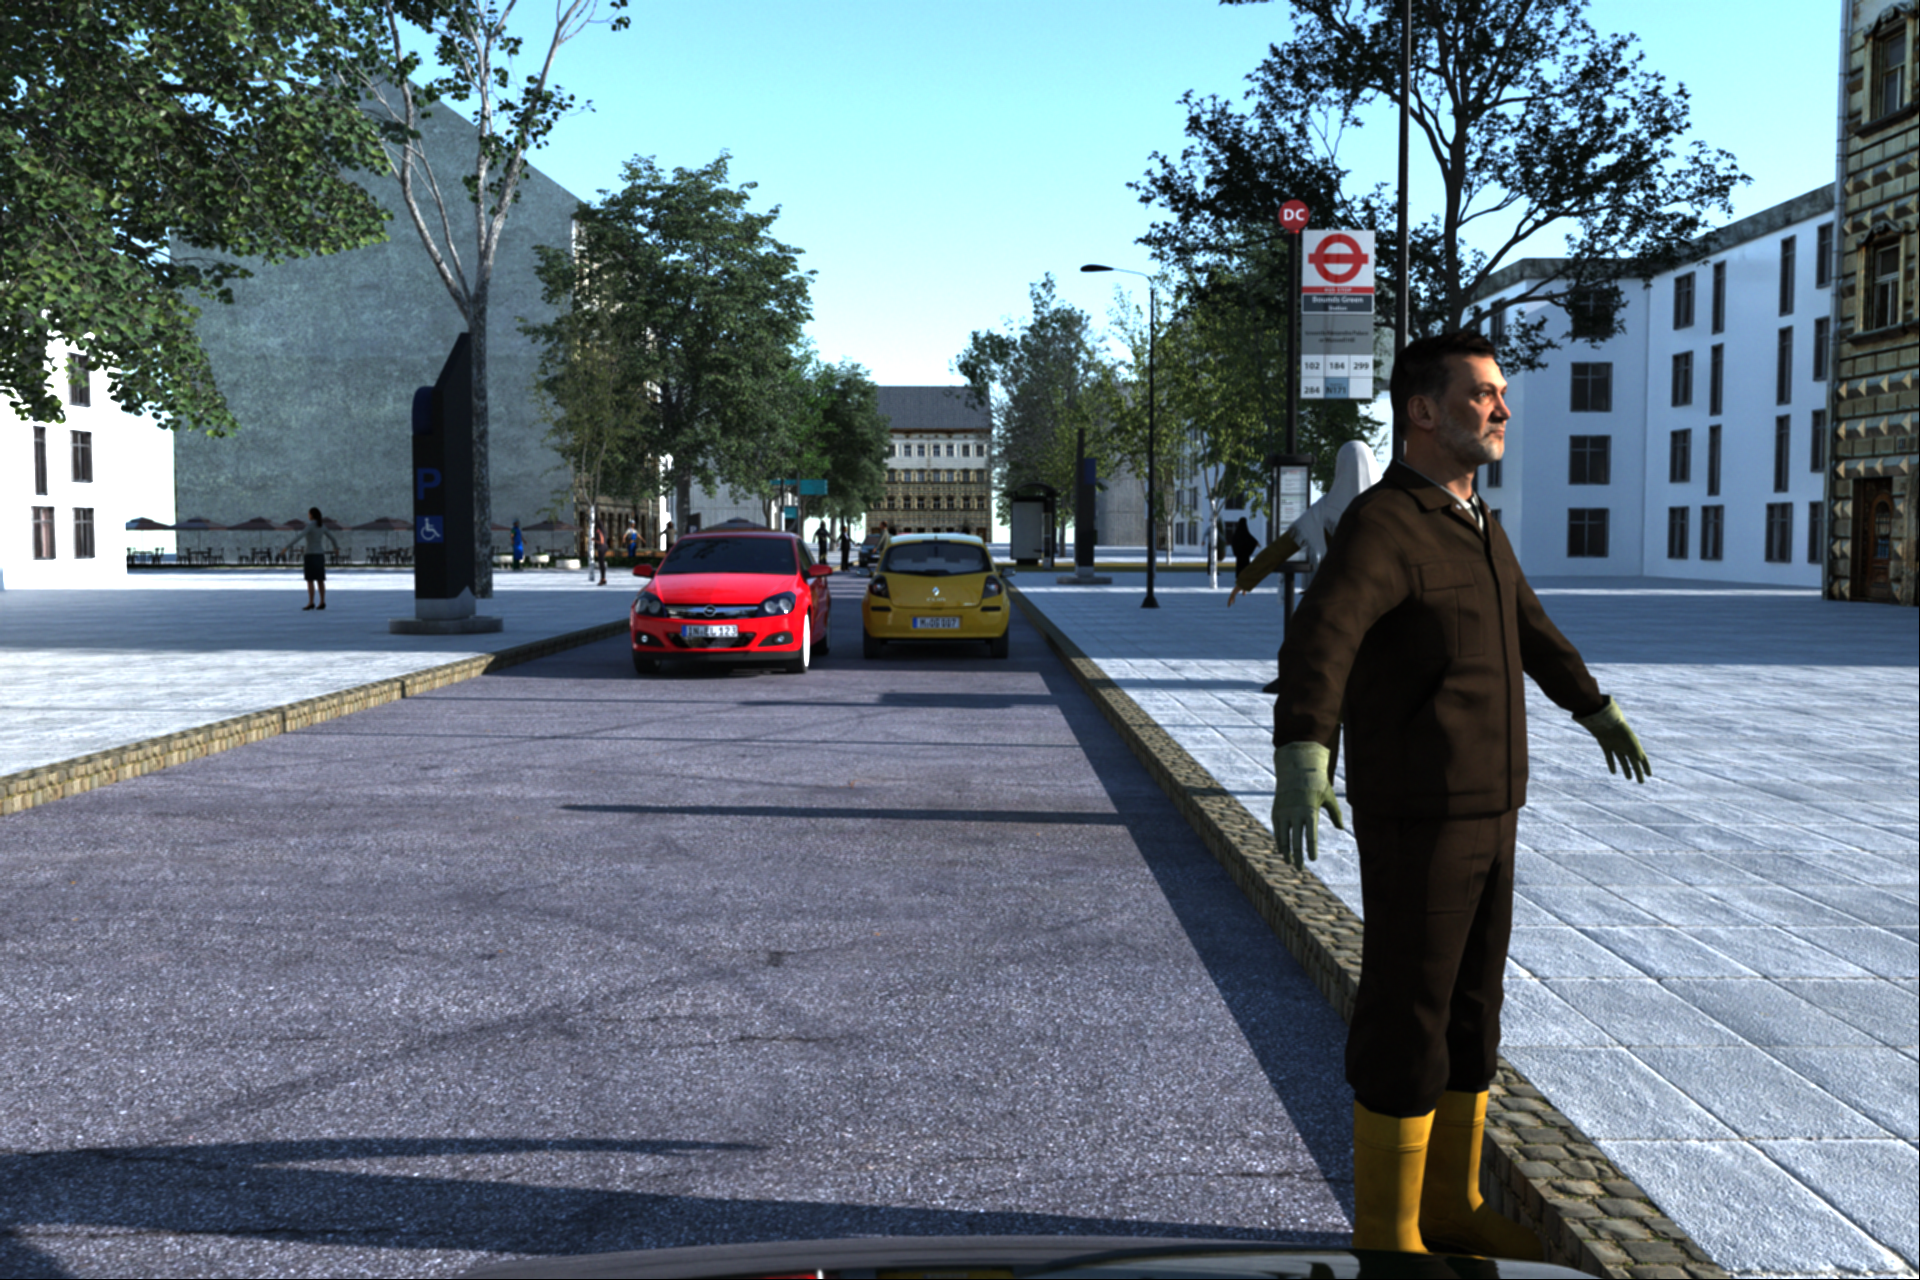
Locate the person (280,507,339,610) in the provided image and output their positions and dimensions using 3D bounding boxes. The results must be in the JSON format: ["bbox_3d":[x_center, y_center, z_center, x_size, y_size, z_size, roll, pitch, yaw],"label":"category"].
[{"bbox_3d":[-10.983,-1.376,29.330,0.721,1.735,1.217,2,4,27],"label":"person"}]

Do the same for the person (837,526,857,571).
[{"bbox_3d":[-4.353,-3.505,66.493,0.721,1.740,1.216,2,4,35],"label":"person"}]

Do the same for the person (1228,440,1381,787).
[{"bbox_3d":[1.937,-0.109,8.557,1.217,1.736,0.721,1,4,11],"label":"person"}]

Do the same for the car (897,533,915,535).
[{"bbox_3d":[-2.971,-5.493,98.856,2.155,1.783,4.494,0,4,0],"label":"car"}]

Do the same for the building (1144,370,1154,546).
[{"bbox_3d":[25.569,-20.413,190.177,16.016,20.090,11.380,0,4,1],"label":"building"}]

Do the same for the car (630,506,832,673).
[{"bbox_3d":[-2.448,-0.618,19.140,2.155,1.783,4.494,0,4,0],"label":"car"}]

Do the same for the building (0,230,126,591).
[{"bbox_3d":[-26.169,-5.933,39.160,9.099,9.664,28.070,0,4,-1],"label":"building"}]

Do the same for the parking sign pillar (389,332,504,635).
[{"bbox_3d":[-6.734,-2.087,22.601,1.447,3.967,1.447,0,4,0],"label":"parking sign pillar"}]

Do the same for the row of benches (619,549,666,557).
[{"bbox_3d":[-12.553,-3.548,73.465,4.104,0.672,1.422,-2,4,-26],"label":"row of benches"}]

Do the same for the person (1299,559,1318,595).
[{"bbox_3d":[7.384,-1.875,36.807,0.704,1.811,1.347,0,4,5],"label":"person"}]

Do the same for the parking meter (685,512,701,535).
[{"bbox_3d":[-7.181,-2.505,46.661,0.399,1.863,0.255,0,4,-1],"label":"parking meter"}]

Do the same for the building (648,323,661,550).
[{"bbox_3d":[-29.478,-16.932,107.769,19.493,23.208,18.063,0,4,-1],"label":"building"}]

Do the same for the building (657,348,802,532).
[{"bbox_3d":[-26.233,-19.232,180.892,16.747,18.905,31.486,0,4,0],"label":"building"}]

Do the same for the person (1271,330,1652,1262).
[{"bbox_3d":[0.938,0.324,3.301,0.704,1.812,1.346,3,5,44],"label":"person"}]

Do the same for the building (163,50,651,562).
[{"bbox_3d":[-26.804,-15.731,88.129,19.493,23.208,18.063,0,4,0],"label":"building"}]

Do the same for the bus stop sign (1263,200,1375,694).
[{"bbox_3d":[2.885,-1.544,13.940,0.855,3.939,0.416,0,3,0],"label":"bus stop sign"}]

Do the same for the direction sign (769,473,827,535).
[{"bbox_3d":[-7.034,-5.343,76.127,2.525,3.948,1.411,0,4,1],"label":"direction sign"}]

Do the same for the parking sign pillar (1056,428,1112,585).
[{"bbox_3d":[3.212,-3.435,44.630,1.447,3.967,1.447,0,4,0],"label":"parking sign pillar"}]

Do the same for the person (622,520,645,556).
[{"bbox_3d":[-13.114,-3.884,69.368,0.705,1.847,1.347,2,4,29],"label":"person"}]

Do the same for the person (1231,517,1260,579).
[{"bbox_3d":[7.698,-2.441,46.704,0.721,1.737,1.214,-2,4,-26],"label":"person"}]

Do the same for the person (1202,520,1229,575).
[{"bbox_3d":[7.953,-2.945,54.301,0.704,1.810,1.344,3,5,44],"label":"person"}]

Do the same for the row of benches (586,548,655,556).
[{"bbox_3d":[-14.795,-3.745,76.696,1.422,0.672,4.104,3,4,36],"label":"row of benches"}]

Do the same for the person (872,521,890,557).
[{"bbox_3d":[-2.173,-2.451,48.805,0.705,1.796,1.348,1,4,14],"label":"person"}]

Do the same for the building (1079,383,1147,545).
[{"bbox_3d":[23.910,-21.046,210.556,16.747,18.905,31.486,0,3,0],"label":"building"}]

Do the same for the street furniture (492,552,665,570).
[{"bbox_3d":[-12.716,-3.024,65.063,10.072,0.657,5.734,0,4,-6],"label":"street furniture"}]

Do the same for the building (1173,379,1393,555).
[{"bbox_3d":[19.494,-10.140,107.939,9.099,9.664,28.070,0,4,0],"label":"building"}]

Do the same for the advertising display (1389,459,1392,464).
[{"bbox_3d":[3.749,-0.567,14.485,0.123,1.923,0.974,0,4,0],"label":"advertising display"}]

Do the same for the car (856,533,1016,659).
[{"bbox_3d":[-0.295,-0.682,21.370,2.015,1.641,3.980,0,4,-1],"label":"car"}]

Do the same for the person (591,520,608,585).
[{"bbox_3d":[-9.040,-2.195,43.398,0.415,1.643,0.593,-3,4,-38],"label":"person"}]

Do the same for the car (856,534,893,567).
[{"bbox_3d":[-3.528,-4.068,76.302,2.009,1.686,4.222,0,3,0],"label":"car"}]

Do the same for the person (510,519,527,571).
[{"bbox_3d":[-15.331,-3.296,60.018,0.704,1.817,1.347,0,4,5],"label":"person"}]

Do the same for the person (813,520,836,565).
[{"bbox_3d":[-5.680,-4.050,71.998,0.705,1.856,1.354,3,5,40],"label":"person"}]

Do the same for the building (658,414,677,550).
[{"bbox_3d":[-25.159,-11.663,132.834,9.099,9.664,28.070,0,4,-1],"label":"building"}]

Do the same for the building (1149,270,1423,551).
[{"bbox_3d":[25.199,-18.514,133.634,19.493,23.208,18.063,0,4,0],"label":"building"}]

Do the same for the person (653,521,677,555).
[{"bbox_3d":[-11.588,-3.861,69.261,1.348,1.813,0.705,-1,4,-16],"label":"person"}]

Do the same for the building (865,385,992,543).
[{"bbox_3d":[-4.729,-25.783,254.937,18.063,23.208,19.493,0,4,-2],"label":"building"}]

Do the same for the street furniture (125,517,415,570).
[{"bbox_3d":[-33.457,-3.731,66.038,27.439,1.986,14.083,1,4,14],"label":"street furniture"}]
